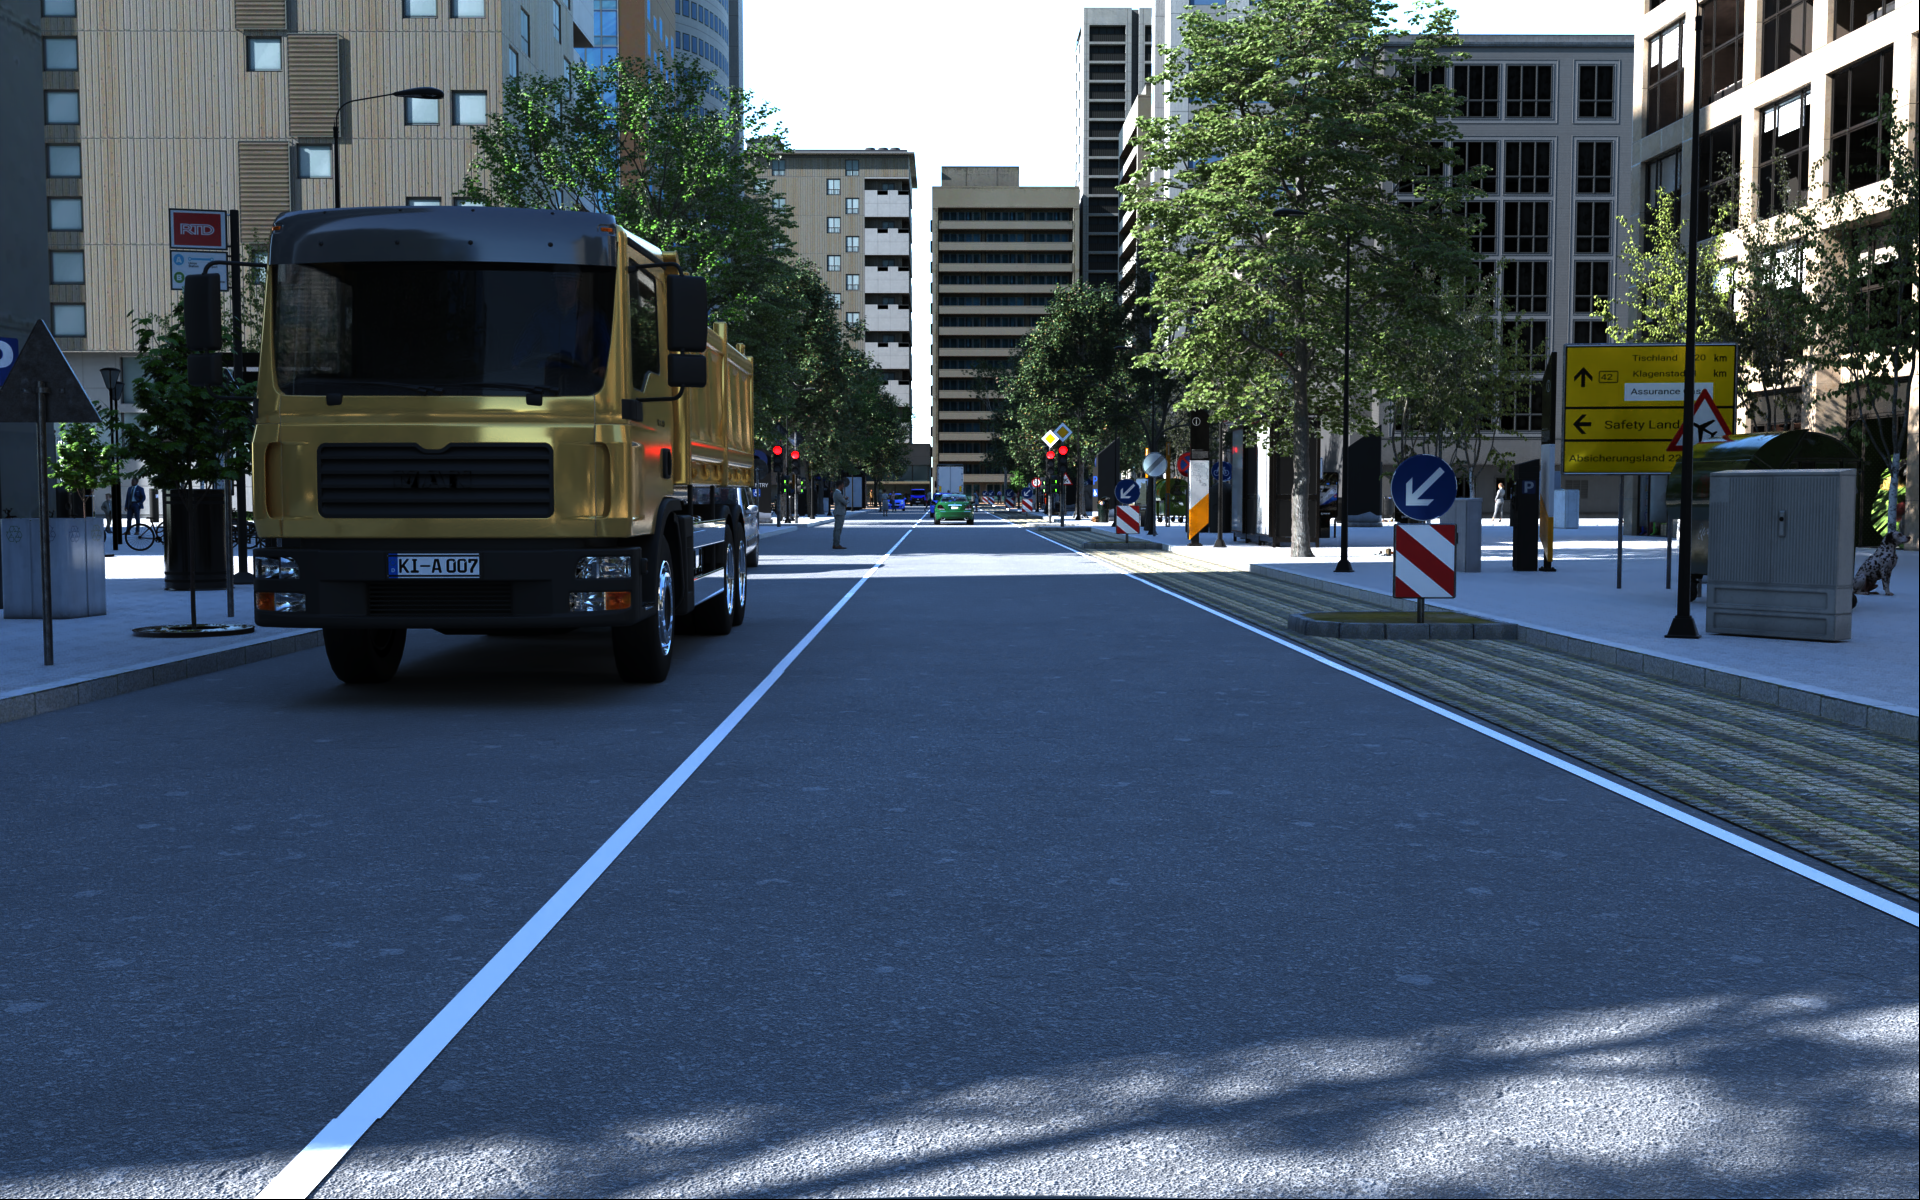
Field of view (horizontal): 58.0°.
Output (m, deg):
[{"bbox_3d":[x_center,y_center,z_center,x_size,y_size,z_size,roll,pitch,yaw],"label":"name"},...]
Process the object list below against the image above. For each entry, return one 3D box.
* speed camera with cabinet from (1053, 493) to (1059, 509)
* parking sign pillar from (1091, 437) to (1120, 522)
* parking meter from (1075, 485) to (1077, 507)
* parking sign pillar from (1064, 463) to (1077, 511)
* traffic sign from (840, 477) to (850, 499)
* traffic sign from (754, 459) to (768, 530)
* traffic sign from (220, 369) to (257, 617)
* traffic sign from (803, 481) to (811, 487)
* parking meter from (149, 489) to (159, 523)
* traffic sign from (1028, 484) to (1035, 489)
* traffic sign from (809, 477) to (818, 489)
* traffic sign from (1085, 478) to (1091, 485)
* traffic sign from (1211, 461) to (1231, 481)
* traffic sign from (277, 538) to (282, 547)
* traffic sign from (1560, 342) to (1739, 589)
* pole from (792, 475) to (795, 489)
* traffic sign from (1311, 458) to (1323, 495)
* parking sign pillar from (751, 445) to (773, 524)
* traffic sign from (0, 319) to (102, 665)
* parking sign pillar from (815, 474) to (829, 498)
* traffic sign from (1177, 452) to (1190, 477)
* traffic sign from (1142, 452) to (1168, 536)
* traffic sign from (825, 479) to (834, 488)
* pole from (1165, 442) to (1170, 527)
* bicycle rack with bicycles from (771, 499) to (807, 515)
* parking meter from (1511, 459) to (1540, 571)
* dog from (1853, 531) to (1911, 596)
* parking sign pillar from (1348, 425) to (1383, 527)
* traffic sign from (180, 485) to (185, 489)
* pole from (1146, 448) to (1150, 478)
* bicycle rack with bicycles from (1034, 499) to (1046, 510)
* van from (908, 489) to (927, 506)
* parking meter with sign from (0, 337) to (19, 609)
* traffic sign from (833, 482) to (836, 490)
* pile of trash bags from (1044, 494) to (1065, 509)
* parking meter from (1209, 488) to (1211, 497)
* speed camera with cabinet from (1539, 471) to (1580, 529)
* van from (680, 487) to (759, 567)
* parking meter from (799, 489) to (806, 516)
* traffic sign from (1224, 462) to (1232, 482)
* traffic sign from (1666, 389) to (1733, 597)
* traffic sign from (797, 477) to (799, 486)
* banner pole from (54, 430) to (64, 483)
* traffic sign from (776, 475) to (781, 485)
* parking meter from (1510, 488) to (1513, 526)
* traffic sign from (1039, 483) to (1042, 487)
[{"bbox_3d":[6.737,-8.030,125.630,0.660,3.252,2.038,1,4,12],"label":"speed camera with cabinet"},{"bbox_3d":[6.859,-5.675,81.258,1.447,3.967,1.447,-2,4,-33],"label":"parking sign pillar"},{"bbox_3d":[7.269,-6.159,106.408,0.399,1.863,0.255,1,4,16],"label":"parking meter"},{"bbox_3d":[8.449,-8.563,128.477,1.447,3.967,1.447,2,4,25],"label":"parking sign pillar"},{"bbox_3d":[-8.649,-7.936,129.862,0.768,2.556,0.104,0,4,4],"label":"traffic sign"},{"bbox_3d":[-7.283,-3.808,62.361,0.768,2.556,0.104,0,4,8],"label":"traffic sign"},{"bbox_3d":[-7.613,-1.101,18.011,0.884,2.594,0.081,0,4,5],"label":"traffic sign"},{"bbox_3d":[-11.608,-8.101,132.549,0.768,2.556,0.104,0,4,0],"label":"traffic sign"},{"bbox_3d":[-36.279,-4.254,77.966,0.372,1.533,0.369,0,3,0],"label":"parking meter"},{"bbox_3d":[6.091,-8.879,147.296,0.606,2.300,0.079,0,4,6],"label":"traffic sign"},{"bbox_3d":[-10.952,-7.943,129.972,0.768,2.556,0.104,0,4,1],"label":"traffic sign"},{"bbox_3d":[9.224,-7.773,127.191,0.768,2.556,0.104,0,4,7],"label":"traffic sign"},{"bbox_3d":[10.106,-4.093,67.026,0.768,2.556,0.104,0,4,8],"label":"traffic sign"},{"bbox_3d":[-8.200,-1.144,20.841,0.606,2.300,0.079,1,4,9],"label":"traffic sign"},{"bbox_3d":[9.272,-1.805,23.380,2.265,3.308,0.079,0,4,7],"label":"traffic sign"},{"bbox_3d":[-11.011,-7.400,114.835,0.158,3.312,0.155,0,3,0],"label":"pole"},{"bbox_3d":[9.851,-2.838,48.525,0.606,2.300,0.079,0,4,3],"label":"traffic sign"},{"bbox_3d":[-8.901,-5.334,75.690,1.447,3.967,1.447,0,4,-6],"label":"parking sign pillar"},{"bbox_3d":[-6.835,-0.790,12.917,0.884,2.594,0.081,0,4,2],"label":"traffic sign"},{"bbox_3d":[-11.127,-9.216,139.147,1.447,3.967,1.447,0,4,5],"label":"parking sign pillar"},{"bbox_3d":[6.950,-3.205,52.515,0.768,2.556,0.104,0,4,5],"label":"traffic sign"},{"bbox_3d":[5.910,-3.209,52.579,0.768,2.556,0.104,0,4,3],"label":"traffic sign"},{"bbox_3d":[-10.314,-8.370,136.954,0.768,2.556,0.104,0,4,3],"label":"traffic sign"},{"bbox_3d":[8.155,-4.530,67.916,0.158,3.312,0.155,0,3,0],"label":"pole"},{"bbox_3d":[-11.827,-6.656,122.213,2.852,0.926,2.925,-1,4,-10],"label":"bicycle rack with bicycles"},{"bbox_3d":[9.422,-1.417,28.880,0.399,1.863,0.255,0,4,1],"label":"parking meter"},{"bbox_3d":[11.692,-0.478,22.194,0.513,0.831,0.800,0,4,-4],"label":"dog"},{"bbox_3d":[15.776,-4.836,67.542,1.447,3.967,1.447,2,4,24],"label":"parking sign pillar"},{"bbox_3d":[-11.895,-1.615,26.504,0.768,2.556,0.104,0,4,1],"label":"traffic sign"},{"bbox_3d":[8.344,-5.081,76.911,0.158,3.312,0.155,0,3,0],"label":"pole"},{"bbox_3d":[7.542,-7.590,137.473,2.852,0.926,2.925,-2,4,-24],"label":"bicycle rack with bicycles"},{"bbox_3d":[-4.940,-12.226,204.281,2.240,2.365,5.245,0,4,-1],"label":"van"},{"bbox_3d":[-11.427,-1.428,19.603,1.738,3.016,0.543,2,4,27],"label":"parking meter with sign"},{"bbox_3d":[-10.272,-8.763,143.387,0.768,2.556,0.104,0,4,6],"label":"traffic sign"},{"bbox_3d":[8.038,-7.556,133.297,3.447,1.369,1.912,2,4,27],"label":"pile of trash bags"},{"bbox_3d":[9.472,-3.555,66.530,0.372,1.533,0.369,0,3,0],"label":"parking meter"},{"bbox_3d":[22.474,-4.319,64.944,0.660,3.252,2.038,-1,4,-9],"label":"speed camera with cabinet"},{"bbox_3d":[-4.764,-1.571,32.696,2.013,2.044,4.112,0,4,-2],"label":"van"},{"bbox_3d":[-9.237,-5.854,101.431,0.399,1.863,0.255,0,4,-6],"label":"parking meter"},{"bbox_3d":[10.518,-4.205,68.854,0.768,2.556,0.104,0,4,3],"label":"traffic sign"},{"bbox_3d":[9.194,-1.313,21.478,0.884,2.594,0.081,0,4,6],"label":"traffic sign"},{"bbox_3d":[-12.092,-7.840,128.285,0.768,2.556,0.104,0,4,2],"label":"traffic sign"},{"bbox_3d":[-35.060,-4.735,67.434,0.863,3.779,0.401,2,4,26],"label":"banner pole"},{"bbox_3d":[-10.572,-6.286,102.890,0.768,2.556,0.104,0,4,8],"label":"traffic sign"},{"bbox_3d":[22.013,-3.687,68.691,0.372,1.533,0.369,0,3,0],"label":"parking meter"},{"bbox_3d":[5.967,-8.231,134.675,0.768,2.556,0.104,0,4,1],"label":"traffic sign"}]
